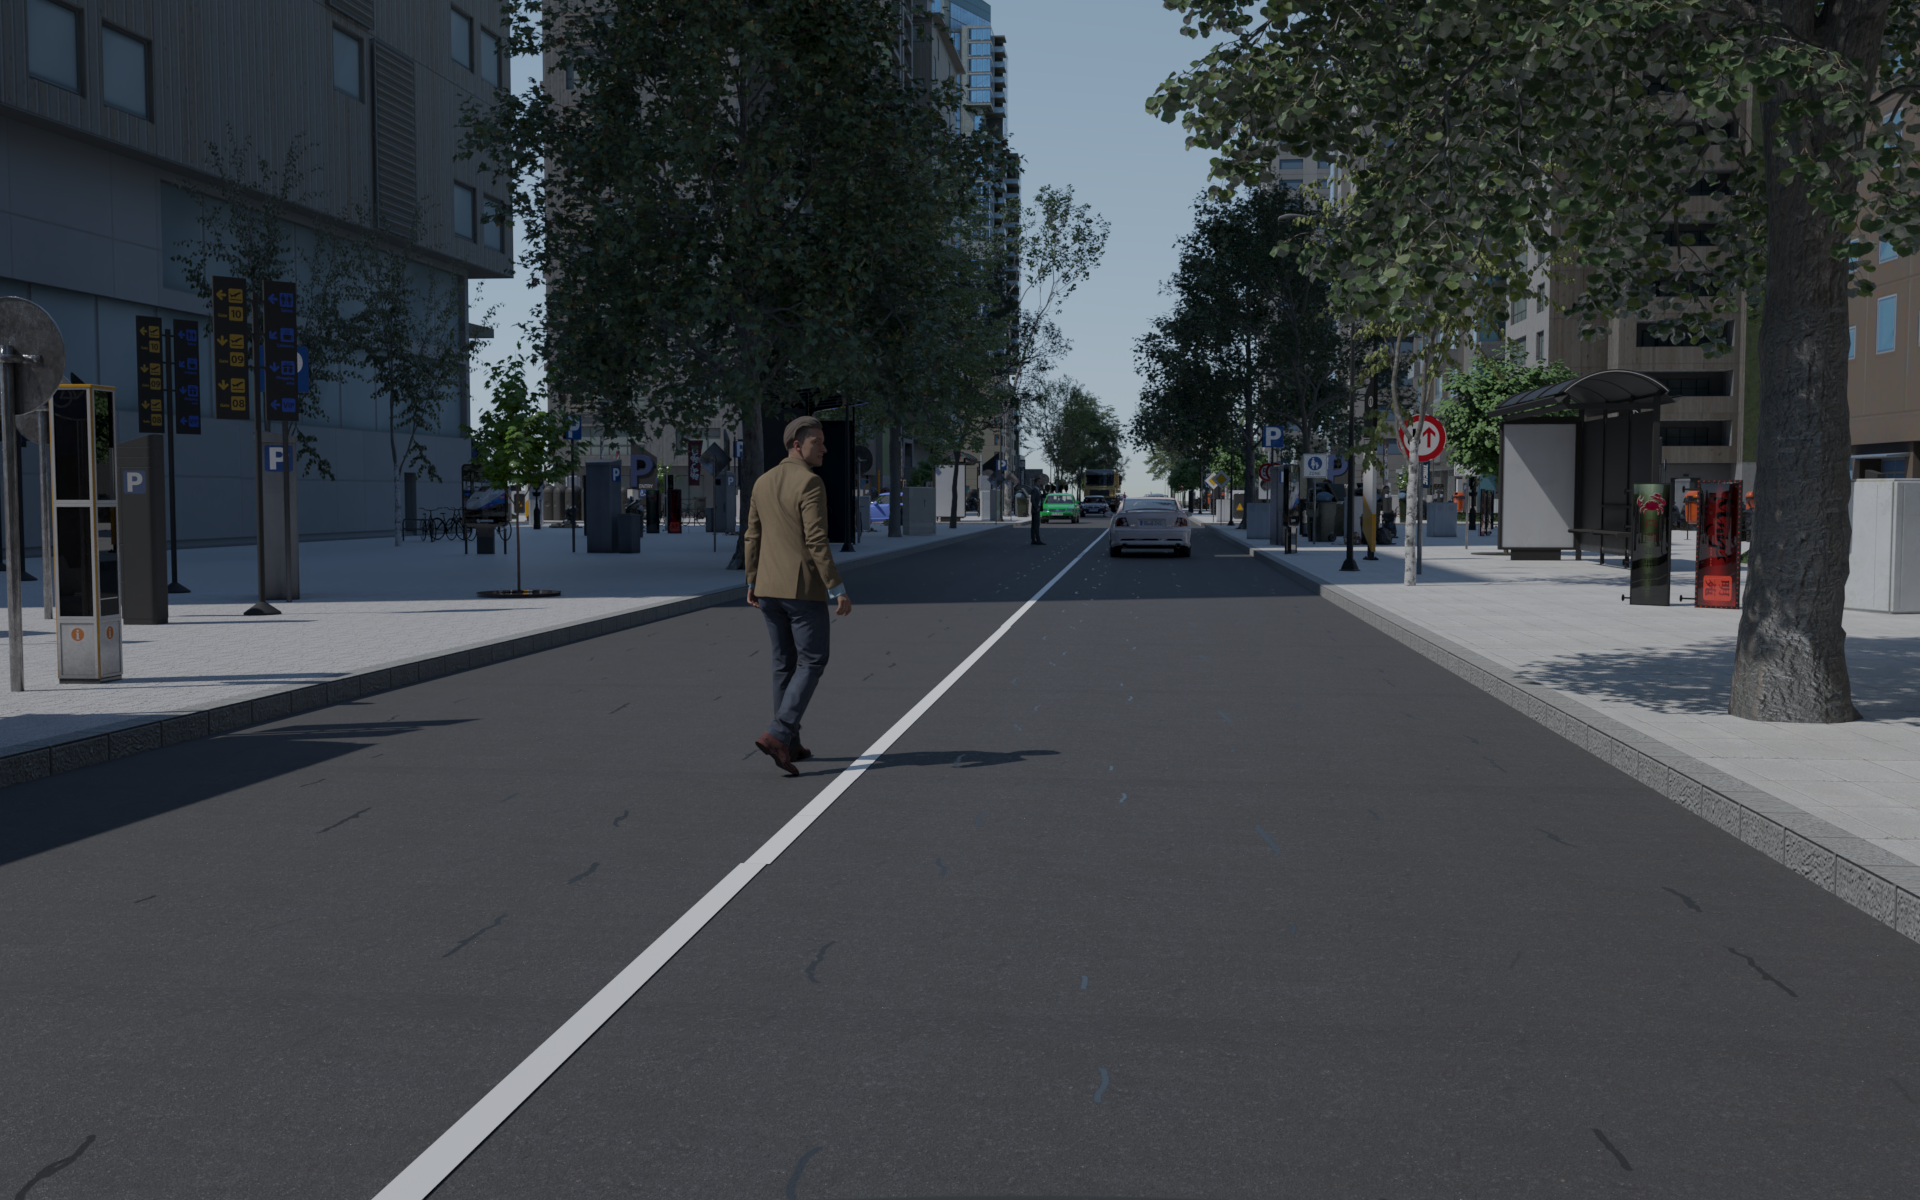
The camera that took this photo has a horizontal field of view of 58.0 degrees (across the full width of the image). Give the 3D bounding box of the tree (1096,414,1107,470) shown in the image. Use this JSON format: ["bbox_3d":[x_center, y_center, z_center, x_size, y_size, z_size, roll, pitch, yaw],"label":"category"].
[{"bbox_3d":[12.736,-15.458,187.155,8.767,10.594,7.601,-1,4,-15],"label":"tree"}]

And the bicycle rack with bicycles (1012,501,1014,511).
[{"bbox_3d":[5.119,-8.475,151.955,2.852,0.926,2.925,2,4,32],"label":"bicycle rack with bicycles"}]

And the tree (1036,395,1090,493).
[{"bbox_3d":[7.344,-10.906,128.678,4.360,8.622,3.978,0,3,0],"label":"tree"}]

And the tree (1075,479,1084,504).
[{"bbox_3d":[18.108,-15.835,242.623,4.285,4.588,4.351,0,3,0],"label":"tree"}]

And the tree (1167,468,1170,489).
[{"bbox_3d":[18.324,-9.408,137.537,4.285,4.588,4.351,0,3,0],"label":"tree"}]

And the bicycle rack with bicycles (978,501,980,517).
[{"bbox_3d":[0.703,-5.040,95.783,2.852,0.926,2.925,1,4,10],"label":"bicycle rack with bicycles"}]

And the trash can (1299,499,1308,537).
[{"bbox_3d":[10.471,-2.459,51.858,0.748,1.137,0.748,0,3,0],"label":"trash can"}]

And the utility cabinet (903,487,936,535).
[{"bbox_3d":[-1.248,-2.751,53.658,0.318,1.500,1.173,3,5,44],"label":"utility cabinet"}]

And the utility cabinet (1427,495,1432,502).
[{"bbox_3d":[26.656,-5.324,98.203,0.306,1.237,1.020,1,4,19],"label":"utility cabinet"}]

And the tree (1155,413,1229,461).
[{"bbox_3d":[22.853,-15.872,169.883,12.009,13.543,11.850,0,3,0],"label":"tree"}]

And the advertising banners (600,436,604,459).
[{"bbox_3d":[-10.762,-3.371,51.309,0.090,3.025,2.074,0,4,2],"label":"advertising banners"}]

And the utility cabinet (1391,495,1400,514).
[{"bbox_3d":[27.318,-5.896,107.561,1.020,1.237,0.306,0,4,7],"label":"utility cabinet"}]

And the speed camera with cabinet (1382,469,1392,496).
[{"bbox_3d":[33.733,-8.877,139.477,2.038,3.252,0.660,2,4,30],"label":"speed camera with cabinet"}]

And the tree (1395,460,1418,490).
[{"bbox_3d":[25.054,-6.252,96.820,1.663,3.219,1.824,0,3,0],"label":"tree"}]

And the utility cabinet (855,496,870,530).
[{"bbox_3d":[-3.719,-3.096,61.786,1.020,1.237,0.306,0,4,5],"label":"utility cabinet"}]

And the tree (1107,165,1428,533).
[{"bbox_3d":[9.813,-7.031,49.375,7.601,10.594,8.767,3,4,36],"label":"tree"}]

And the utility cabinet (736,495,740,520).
[{"bbox_3d":[-10.838,-4.640,87.021,0.306,1.237,1.020,-3,5,-40],"label":"utility cabinet"}]

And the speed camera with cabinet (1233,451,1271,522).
[{"bbox_3d":[13.647,-5.270,80.503,2.038,3.252,0.660,2,4,30],"label":"speed camera with cabinet"}]

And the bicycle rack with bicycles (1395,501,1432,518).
[{"bbox_3d":[24.780,-4.915,93.737,2.852,0.926,2.925,-3,5,-44],"label":"bicycle rack with bicycles"}]

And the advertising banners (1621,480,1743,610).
[{"bbox_3d":[8.455,-1.415,19.324,2.074,3.025,0.090,3,5,43],"label":"advertising banners"}]

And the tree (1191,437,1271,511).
[{"bbox_3d":[13.776,-6.228,85.540,4.285,4.588,4.351,0,3,0],"label":"tree"}]

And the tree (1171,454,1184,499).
[{"bbox_3d":[26.964,-15.774,208.260,4.360,8.622,3.978,0,3,0],"label":"tree"}]

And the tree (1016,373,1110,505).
[{"bbox_3d":[8.624,-13.709,149.899,9.928,11.665,9.643,0,3,0],"label":"tree"}]

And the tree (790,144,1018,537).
[{"bbox_3d":[-2.345,-8.151,51.402,7.486,12.596,7.792,0,3,0],"label":"tree"}]

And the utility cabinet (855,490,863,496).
[{"bbox_3d":[-5.482,-4.797,87.112,1.173,1.500,0.318,-1,4,-12],"label":"utility cabinet"}]

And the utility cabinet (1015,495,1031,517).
[{"bbox_3d":[3.659,-5.338,98.444,1.020,1.237,0.306,1,4,21],"label":"utility cabinet"}]

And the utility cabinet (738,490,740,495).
[{"bbox_3d":[-11.373,-5.089,91.877,0.318,1.500,1.173,-2,4,-32],"label":"utility cabinet"}]

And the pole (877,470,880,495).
[{"bbox_3d":[-6.799,-9.236,144.850,0.158,3.312,0.155,0,3,0],"label":"pole"}]

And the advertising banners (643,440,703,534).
[{"bbox_3d":[-9.296,-3.670,56.187,2.074,3.025,0.090,1,4,13],"label":"advertising banners"}]

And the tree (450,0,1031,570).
[{"bbox_3d":[-3.600,-6.875,29.408,9.611,12.733,9.660,0,3,0],"label":"tree"}]

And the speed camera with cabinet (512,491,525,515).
[{"bbox_3d":[-25.837,-6.702,103.919,2.038,3.252,0.660,0,4,-7],"label":"speed camera with cabinet"}]

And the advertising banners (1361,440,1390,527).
[{"bbox_3d":[13.446,-3.648,55.838,0.090,3.025,2.074,2,4,35],"label":"advertising banners"}]

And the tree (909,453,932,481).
[{"bbox_3d":[-2.291,-9.401,137.413,4.285,4.588,4.351,0,3,0],"label":"tree"}]

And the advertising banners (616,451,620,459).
[{"bbox_3d":[-14.132,-4.546,70.512,0.090,3.025,2.074,-2,4,-27],"label":"advertising banners"}]

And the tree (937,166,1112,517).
[{"bbox_3d":[1.395,-14.832,98.386,12.611,20.169,13.585,0,3,0],"label":"tree"}]

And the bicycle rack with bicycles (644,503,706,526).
[{"bbox_3d":[-11.847,-3.409,69.127,2.925,0.926,2.852,3,5,44],"label":"bicycle rack with bicycles"}]

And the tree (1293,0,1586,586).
[{"bbox_3d":[6.479,-4.510,24.093,4.737,8.622,4.395,0,3,0],"label":"tree"}]

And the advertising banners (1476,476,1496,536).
[{"bbox_3d":[15.938,-3.459,52.743,0.090,3.025,2.074,2,4,30],"label":"advertising banners"}]

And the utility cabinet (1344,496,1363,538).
[{"bbox_3d":[10.354,-2.083,45.226,0.306,1.237,1.020,3,4,36],"label":"utility cabinet"}]

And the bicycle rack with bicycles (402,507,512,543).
[{"bbox_3d":[-13.932,-2.075,47.309,2.852,0.926,2.925,-3,5,-41],"label":"bicycle rack with bicycles"}]

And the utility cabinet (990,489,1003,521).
[{"bbox_3d":[1.764,-4.560,83.243,0.318,1.500,1.173,1,4,18],"label":"utility cabinet"}]

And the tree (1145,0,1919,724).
[{"bbox_3d":[4.719,-6.300,9.665,9.857,13.997,8.962,0,3,0],"label":"tree"}]

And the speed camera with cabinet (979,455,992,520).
[{"bbox_3d":[1.298,-5.638,86.510,0.660,3.252,2.038,0,4,-2],"label":"speed camera with cabinet"}]

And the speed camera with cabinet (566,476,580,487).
[{"bbox_3d":[-19.000,-5.739,88.175,2.038,3.252,0.660,-1,4,-16],"label":"speed camera with cabinet"}]

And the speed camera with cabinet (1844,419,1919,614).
[{"bbox_3d":[9.962,-1.531,19.360,0.660,3.252,2.038,-1,4,-12],"label":"speed camera with cabinet"}]

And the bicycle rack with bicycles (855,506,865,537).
[{"bbox_3d":[-4.163,-2.367,52.082,2.852,0.926,2.925,0,4,-8],"label":"bicycle rack with bicycles"}]

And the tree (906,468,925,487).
[{"bbox_3d":[-3.366,-8.174,128.248,1.663,3.219,1.824,0,3,0],"label":"tree"}]

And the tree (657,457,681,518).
[{"bbox_3d":[-15.896,-5.938,91.690,1.663,3.219,1.824,0,3,0],"label":"tree"}]

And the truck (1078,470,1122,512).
[{"bbox_3d":[11.449,-8.770,139.309,3.469,3.379,9.791,0,4,8],"label":"truck"}]

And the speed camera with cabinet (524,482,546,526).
[{"bbox_3d":[-17.194,-4.638,70.164,0.660,3.252,2.038,-1,4,-14],"label":"speed camera with cabinet"}]

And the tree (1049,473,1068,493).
[{"bbox_3d":[7.839,-8.959,141.074,1.663,3.219,1.824,0,3,0],"label":"tree"}]

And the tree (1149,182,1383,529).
[{"bbox_3d":[10.473,-8.922,62.890,9.611,12.733,9.660,0,3,0],"label":"tree"}]

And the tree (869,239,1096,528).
[{"bbox_3d":[-0.235,-7.927,64.012,8.767,10.594,7.601,-1,4,-8],"label":"tree"}]

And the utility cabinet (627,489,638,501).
[{"bbox_3d":[-29.153,-8.860,153.544,1.173,1.500,0.318,0,4,1],"label":"utility cabinet"}]

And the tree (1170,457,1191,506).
[{"bbox_3d":[18.473,-8.925,129.635,4.285,4.588,4.351,0,3,0],"label":"tree"}]

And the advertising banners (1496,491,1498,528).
[{"bbox_3d":[19.651,-4.057,62.518,0.090,3.025,2.074,-2,4,-28],"label":"advertising banners"}]
